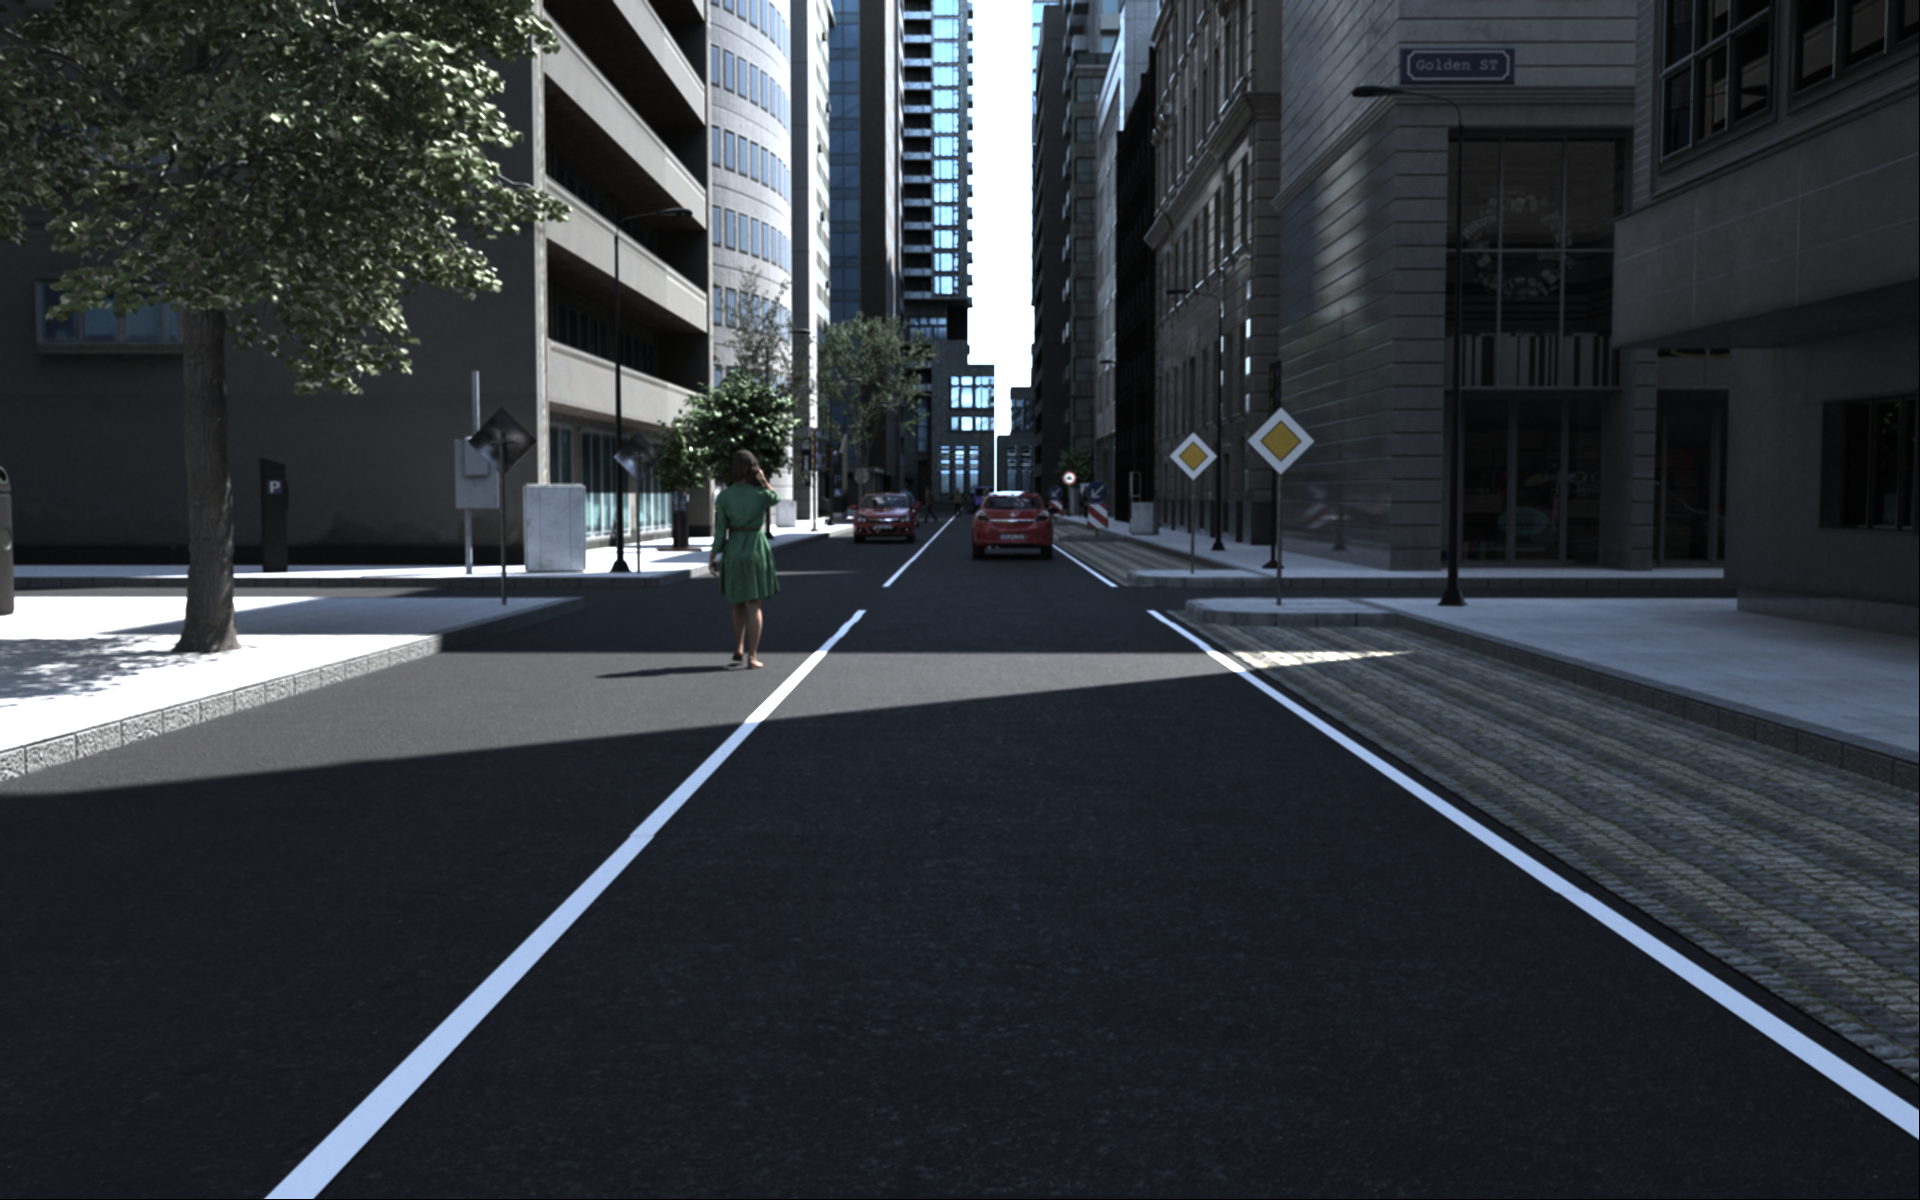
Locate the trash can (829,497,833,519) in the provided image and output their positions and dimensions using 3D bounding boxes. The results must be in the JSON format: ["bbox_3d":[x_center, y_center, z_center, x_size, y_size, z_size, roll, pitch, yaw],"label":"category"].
[{"bbox_3d":[-6.472,-4.793,90.013,0.748,1.137,0.748,0,3,0],"label":"trash can"}]

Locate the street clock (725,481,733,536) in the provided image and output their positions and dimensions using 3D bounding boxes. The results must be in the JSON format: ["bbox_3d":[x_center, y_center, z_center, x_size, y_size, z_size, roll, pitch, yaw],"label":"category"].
[{"bbox_3d":[-6.864,-2.900,51.986,0.471,2.002,0.358,-2,4,-26],"label":"street clock"}]

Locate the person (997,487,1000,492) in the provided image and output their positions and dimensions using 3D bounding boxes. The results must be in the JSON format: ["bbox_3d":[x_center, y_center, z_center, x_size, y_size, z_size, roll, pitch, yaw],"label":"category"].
[{"bbox_3d":[2.226,-5.691,101.539,0.794,1.824,0.713,2,4,25],"label":"person"}]

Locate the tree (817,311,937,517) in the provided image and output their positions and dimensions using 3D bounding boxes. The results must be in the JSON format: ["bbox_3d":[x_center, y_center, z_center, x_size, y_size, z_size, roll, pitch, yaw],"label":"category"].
[{"bbox_3d":[-5.400,-10.457,96.732,9.928,11.665,9.643,0,3,0],"label":"tree"}]

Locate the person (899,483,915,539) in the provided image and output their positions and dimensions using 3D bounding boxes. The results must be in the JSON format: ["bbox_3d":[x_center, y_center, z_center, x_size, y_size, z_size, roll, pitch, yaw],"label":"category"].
[{"bbox_3d":[-1.723,-2.822,54.988,0.601,1.785,0.444,0,4,2],"label":"person"}]

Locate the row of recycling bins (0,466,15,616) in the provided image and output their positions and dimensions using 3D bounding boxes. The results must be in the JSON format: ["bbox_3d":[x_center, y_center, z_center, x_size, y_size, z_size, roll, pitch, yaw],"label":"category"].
[{"bbox_3d":[-10.846,-0.600,16.923,1.069,1.692,3.534,1,4,14],"label":"row of recycling bins"}]

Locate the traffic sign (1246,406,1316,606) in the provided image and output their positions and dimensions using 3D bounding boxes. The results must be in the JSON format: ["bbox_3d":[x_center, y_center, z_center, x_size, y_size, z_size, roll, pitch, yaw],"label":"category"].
[{"bbox_3d":[3.670,-0.994,19.888,0.795,2.450,0.064,0,4,1],"label":"traffic sign"}]

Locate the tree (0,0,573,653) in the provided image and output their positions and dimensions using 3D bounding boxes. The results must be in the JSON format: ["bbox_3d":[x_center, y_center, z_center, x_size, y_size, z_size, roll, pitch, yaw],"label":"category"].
[{"bbox_3d":[-6.386,-5.876,14.194,7.486,12.596,7.792,0,3,0],"label":"tree"}]

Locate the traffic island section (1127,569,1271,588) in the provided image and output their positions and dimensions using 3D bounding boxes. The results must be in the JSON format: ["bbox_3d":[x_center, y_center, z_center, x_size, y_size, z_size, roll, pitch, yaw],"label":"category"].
[{"bbox_3d":[3.769,-0.347,27.950,2.009,0.180,2.903,0,4,1],"label":"traffic island section"}]

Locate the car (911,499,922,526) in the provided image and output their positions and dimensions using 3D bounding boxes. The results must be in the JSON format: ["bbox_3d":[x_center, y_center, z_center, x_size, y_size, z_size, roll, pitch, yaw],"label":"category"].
[{"bbox_3d":[-2.728,-4.063,75.467,2.155,1.783,4.494,0,4,1],"label":"car"}]

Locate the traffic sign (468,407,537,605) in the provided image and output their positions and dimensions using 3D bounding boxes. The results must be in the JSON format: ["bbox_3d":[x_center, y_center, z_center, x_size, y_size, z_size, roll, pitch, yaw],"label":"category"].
[{"bbox_3d":[-5.274,-1.000,19.992,0.795,2.450,0.064,0,4,1],"label":"traffic sign"}]

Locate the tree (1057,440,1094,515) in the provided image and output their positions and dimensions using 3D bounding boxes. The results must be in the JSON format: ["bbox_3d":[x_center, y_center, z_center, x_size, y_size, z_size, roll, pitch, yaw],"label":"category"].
[{"bbox_3d":[7.449,-7.505,106.416,4.285,4.588,4.351,0,3,0],"label":"tree"}]

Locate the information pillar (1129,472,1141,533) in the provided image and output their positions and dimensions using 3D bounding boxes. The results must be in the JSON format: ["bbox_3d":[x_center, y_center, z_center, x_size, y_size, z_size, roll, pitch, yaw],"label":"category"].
[{"bbox_3d":[5.796,-3.231,57.321,0.304,2.012,0.304,-1,4,-9],"label":"information pillar"}]

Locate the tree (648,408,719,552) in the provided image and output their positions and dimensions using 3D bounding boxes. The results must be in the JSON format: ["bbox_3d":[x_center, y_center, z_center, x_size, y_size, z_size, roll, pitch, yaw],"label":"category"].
[{"bbox_3d":[-6.294,-2.708,38.883,1.663,3.219,1.824,0,3,0],"label":"tree"}]

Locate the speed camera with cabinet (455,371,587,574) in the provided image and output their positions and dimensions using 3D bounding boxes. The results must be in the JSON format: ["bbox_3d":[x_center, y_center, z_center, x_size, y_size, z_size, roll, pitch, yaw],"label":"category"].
[{"bbox_3d":[-7.167,-2.074,28.253,2.038,3.252,0.660,-1,4,-15],"label":"speed camera with cabinet"}]

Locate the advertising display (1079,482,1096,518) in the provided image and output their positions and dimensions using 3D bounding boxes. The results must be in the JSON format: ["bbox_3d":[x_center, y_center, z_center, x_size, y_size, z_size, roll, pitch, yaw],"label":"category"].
[{"bbox_3d":[6.917,-5.437,94.103,0.974,1.923,0.123,-1,4,-16],"label":"advertising display"}]

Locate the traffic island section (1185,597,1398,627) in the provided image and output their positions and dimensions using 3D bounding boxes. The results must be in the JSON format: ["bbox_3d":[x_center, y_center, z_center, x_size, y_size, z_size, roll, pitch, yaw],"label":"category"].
[{"bbox_3d":[3.693,0.142,19.965,2.009,0.180,2.903,0,4,1],"label":"traffic island section"}]

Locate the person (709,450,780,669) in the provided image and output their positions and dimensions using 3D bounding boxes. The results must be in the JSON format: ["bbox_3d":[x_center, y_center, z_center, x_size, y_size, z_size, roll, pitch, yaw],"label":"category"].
[{"bbox_3d":[-1.786,-0.344,14.366,0.600,1.795,0.529,0,4,-7],"label":"person"}]

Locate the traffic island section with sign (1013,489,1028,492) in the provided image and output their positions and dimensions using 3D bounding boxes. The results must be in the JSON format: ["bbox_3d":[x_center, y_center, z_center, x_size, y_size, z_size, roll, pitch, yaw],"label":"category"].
[{"bbox_3d":[4.988,-9.061,156.781,1.989,1.847,2.006,0,4,1],"label":"traffic island section with sign"}]

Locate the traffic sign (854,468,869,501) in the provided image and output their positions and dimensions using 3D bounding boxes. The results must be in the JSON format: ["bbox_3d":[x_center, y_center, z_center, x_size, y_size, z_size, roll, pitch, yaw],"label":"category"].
[{"bbox_3d":[-4.764,-5.120,83.823,0.768,2.556,0.104,0,4,4],"label":"traffic sign"}]

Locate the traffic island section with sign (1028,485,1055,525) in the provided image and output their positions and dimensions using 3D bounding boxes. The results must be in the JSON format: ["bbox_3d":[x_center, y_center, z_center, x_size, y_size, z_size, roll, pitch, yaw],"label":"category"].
[{"bbox_3d":[4.263,-4.344,79.658,1.989,1.847,2.006,0,4,1],"label":"traffic island section with sign"}]

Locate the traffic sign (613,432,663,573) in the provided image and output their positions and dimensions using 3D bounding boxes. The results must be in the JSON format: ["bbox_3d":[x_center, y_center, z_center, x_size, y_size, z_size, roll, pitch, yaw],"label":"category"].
[{"bbox_3d":[-5.199,-1.488,27.977,0.795,2.450,0.064,0,4,1],"label":"traffic sign"}]

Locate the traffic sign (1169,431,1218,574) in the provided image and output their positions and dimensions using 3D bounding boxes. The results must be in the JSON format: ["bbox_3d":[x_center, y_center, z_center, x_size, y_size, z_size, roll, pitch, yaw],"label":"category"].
[{"bbox_3d":[3.745,-1.482,27.873,0.795,2.450,0.064,0,4,1],"label":"traffic sign"}]

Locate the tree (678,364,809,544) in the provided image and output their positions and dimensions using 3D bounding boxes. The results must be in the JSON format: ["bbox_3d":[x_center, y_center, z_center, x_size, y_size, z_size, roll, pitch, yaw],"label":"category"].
[{"bbox_3d":[-5.511,-3.678,43.854,4.285,4.588,4.351,0,3,0],"label":"tree"}]

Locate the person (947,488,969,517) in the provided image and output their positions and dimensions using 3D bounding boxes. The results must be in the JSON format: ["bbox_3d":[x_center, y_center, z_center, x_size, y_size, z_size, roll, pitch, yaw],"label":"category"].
[{"bbox_3d":[-0.136,-6.185,109.722,1.348,1.812,0.705,0,4,-3],"label":"person"}]

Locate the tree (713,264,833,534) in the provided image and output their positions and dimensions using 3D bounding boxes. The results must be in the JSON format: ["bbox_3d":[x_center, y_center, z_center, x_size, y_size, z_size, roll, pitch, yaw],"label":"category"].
[{"bbox_3d":[-6.206,-6.418,55.304,4.360,8.622,3.978,0,3,0],"label":"tree"}]

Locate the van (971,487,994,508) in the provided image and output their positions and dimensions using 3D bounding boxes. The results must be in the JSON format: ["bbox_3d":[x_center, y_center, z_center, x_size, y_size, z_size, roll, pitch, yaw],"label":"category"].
[{"bbox_3d":[2.079,-8.875,149.486,2.240,2.365,5.245,0,3,0],"label":"van"}]

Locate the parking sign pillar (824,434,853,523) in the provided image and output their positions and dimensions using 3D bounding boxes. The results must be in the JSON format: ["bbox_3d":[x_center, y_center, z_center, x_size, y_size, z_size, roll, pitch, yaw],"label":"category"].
[{"bbox_3d":[-5.343,-5.429,77.234,1.447,3.967,1.447,0,4,7],"label":"parking sign pillar"}]

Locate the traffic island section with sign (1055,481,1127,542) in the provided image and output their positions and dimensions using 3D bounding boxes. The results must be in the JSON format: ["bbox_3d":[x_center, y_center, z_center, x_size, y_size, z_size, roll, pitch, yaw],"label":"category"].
[{"bbox_3d":[4.010,-2.686,52.547,1.989,1.847,2.006,0,4,1],"label":"traffic island section with sign"}]

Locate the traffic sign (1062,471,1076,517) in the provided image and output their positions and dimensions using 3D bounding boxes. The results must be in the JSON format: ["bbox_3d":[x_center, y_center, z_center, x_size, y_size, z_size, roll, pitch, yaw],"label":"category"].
[{"bbox_3d":[6.093,-5.901,96.592,0.768,2.556,0.104,0,4,3],"label":"traffic sign"}]

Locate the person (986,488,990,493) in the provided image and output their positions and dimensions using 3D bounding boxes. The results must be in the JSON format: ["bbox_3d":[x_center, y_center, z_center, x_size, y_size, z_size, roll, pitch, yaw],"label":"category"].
[{"bbox_3d":[1.755,-5.563,99.679,0.699,1.804,1.509,1,4,23],"label":"person"}]

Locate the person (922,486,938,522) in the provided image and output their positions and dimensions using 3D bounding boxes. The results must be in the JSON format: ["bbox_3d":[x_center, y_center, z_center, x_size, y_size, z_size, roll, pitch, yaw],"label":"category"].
[{"bbox_3d":[-1.546,-4.871,88.044,0.836,1.842,0.656,0,4,-2],"label":"person"}]

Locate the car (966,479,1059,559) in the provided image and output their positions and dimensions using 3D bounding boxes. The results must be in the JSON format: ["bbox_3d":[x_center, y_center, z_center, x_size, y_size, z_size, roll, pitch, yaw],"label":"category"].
[{"bbox_3d":[1.206,-1.877,39.729,2.155,1.783,4.494,0,4,2],"label":"car"}]

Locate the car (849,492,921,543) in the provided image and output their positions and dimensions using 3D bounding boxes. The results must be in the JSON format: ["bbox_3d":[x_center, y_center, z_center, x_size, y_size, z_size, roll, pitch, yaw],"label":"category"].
[{"bbox_3d":[-2.249,-2.641,52.214,2.155,1.783,4.494,0,4,-1],"label":"car"}]
